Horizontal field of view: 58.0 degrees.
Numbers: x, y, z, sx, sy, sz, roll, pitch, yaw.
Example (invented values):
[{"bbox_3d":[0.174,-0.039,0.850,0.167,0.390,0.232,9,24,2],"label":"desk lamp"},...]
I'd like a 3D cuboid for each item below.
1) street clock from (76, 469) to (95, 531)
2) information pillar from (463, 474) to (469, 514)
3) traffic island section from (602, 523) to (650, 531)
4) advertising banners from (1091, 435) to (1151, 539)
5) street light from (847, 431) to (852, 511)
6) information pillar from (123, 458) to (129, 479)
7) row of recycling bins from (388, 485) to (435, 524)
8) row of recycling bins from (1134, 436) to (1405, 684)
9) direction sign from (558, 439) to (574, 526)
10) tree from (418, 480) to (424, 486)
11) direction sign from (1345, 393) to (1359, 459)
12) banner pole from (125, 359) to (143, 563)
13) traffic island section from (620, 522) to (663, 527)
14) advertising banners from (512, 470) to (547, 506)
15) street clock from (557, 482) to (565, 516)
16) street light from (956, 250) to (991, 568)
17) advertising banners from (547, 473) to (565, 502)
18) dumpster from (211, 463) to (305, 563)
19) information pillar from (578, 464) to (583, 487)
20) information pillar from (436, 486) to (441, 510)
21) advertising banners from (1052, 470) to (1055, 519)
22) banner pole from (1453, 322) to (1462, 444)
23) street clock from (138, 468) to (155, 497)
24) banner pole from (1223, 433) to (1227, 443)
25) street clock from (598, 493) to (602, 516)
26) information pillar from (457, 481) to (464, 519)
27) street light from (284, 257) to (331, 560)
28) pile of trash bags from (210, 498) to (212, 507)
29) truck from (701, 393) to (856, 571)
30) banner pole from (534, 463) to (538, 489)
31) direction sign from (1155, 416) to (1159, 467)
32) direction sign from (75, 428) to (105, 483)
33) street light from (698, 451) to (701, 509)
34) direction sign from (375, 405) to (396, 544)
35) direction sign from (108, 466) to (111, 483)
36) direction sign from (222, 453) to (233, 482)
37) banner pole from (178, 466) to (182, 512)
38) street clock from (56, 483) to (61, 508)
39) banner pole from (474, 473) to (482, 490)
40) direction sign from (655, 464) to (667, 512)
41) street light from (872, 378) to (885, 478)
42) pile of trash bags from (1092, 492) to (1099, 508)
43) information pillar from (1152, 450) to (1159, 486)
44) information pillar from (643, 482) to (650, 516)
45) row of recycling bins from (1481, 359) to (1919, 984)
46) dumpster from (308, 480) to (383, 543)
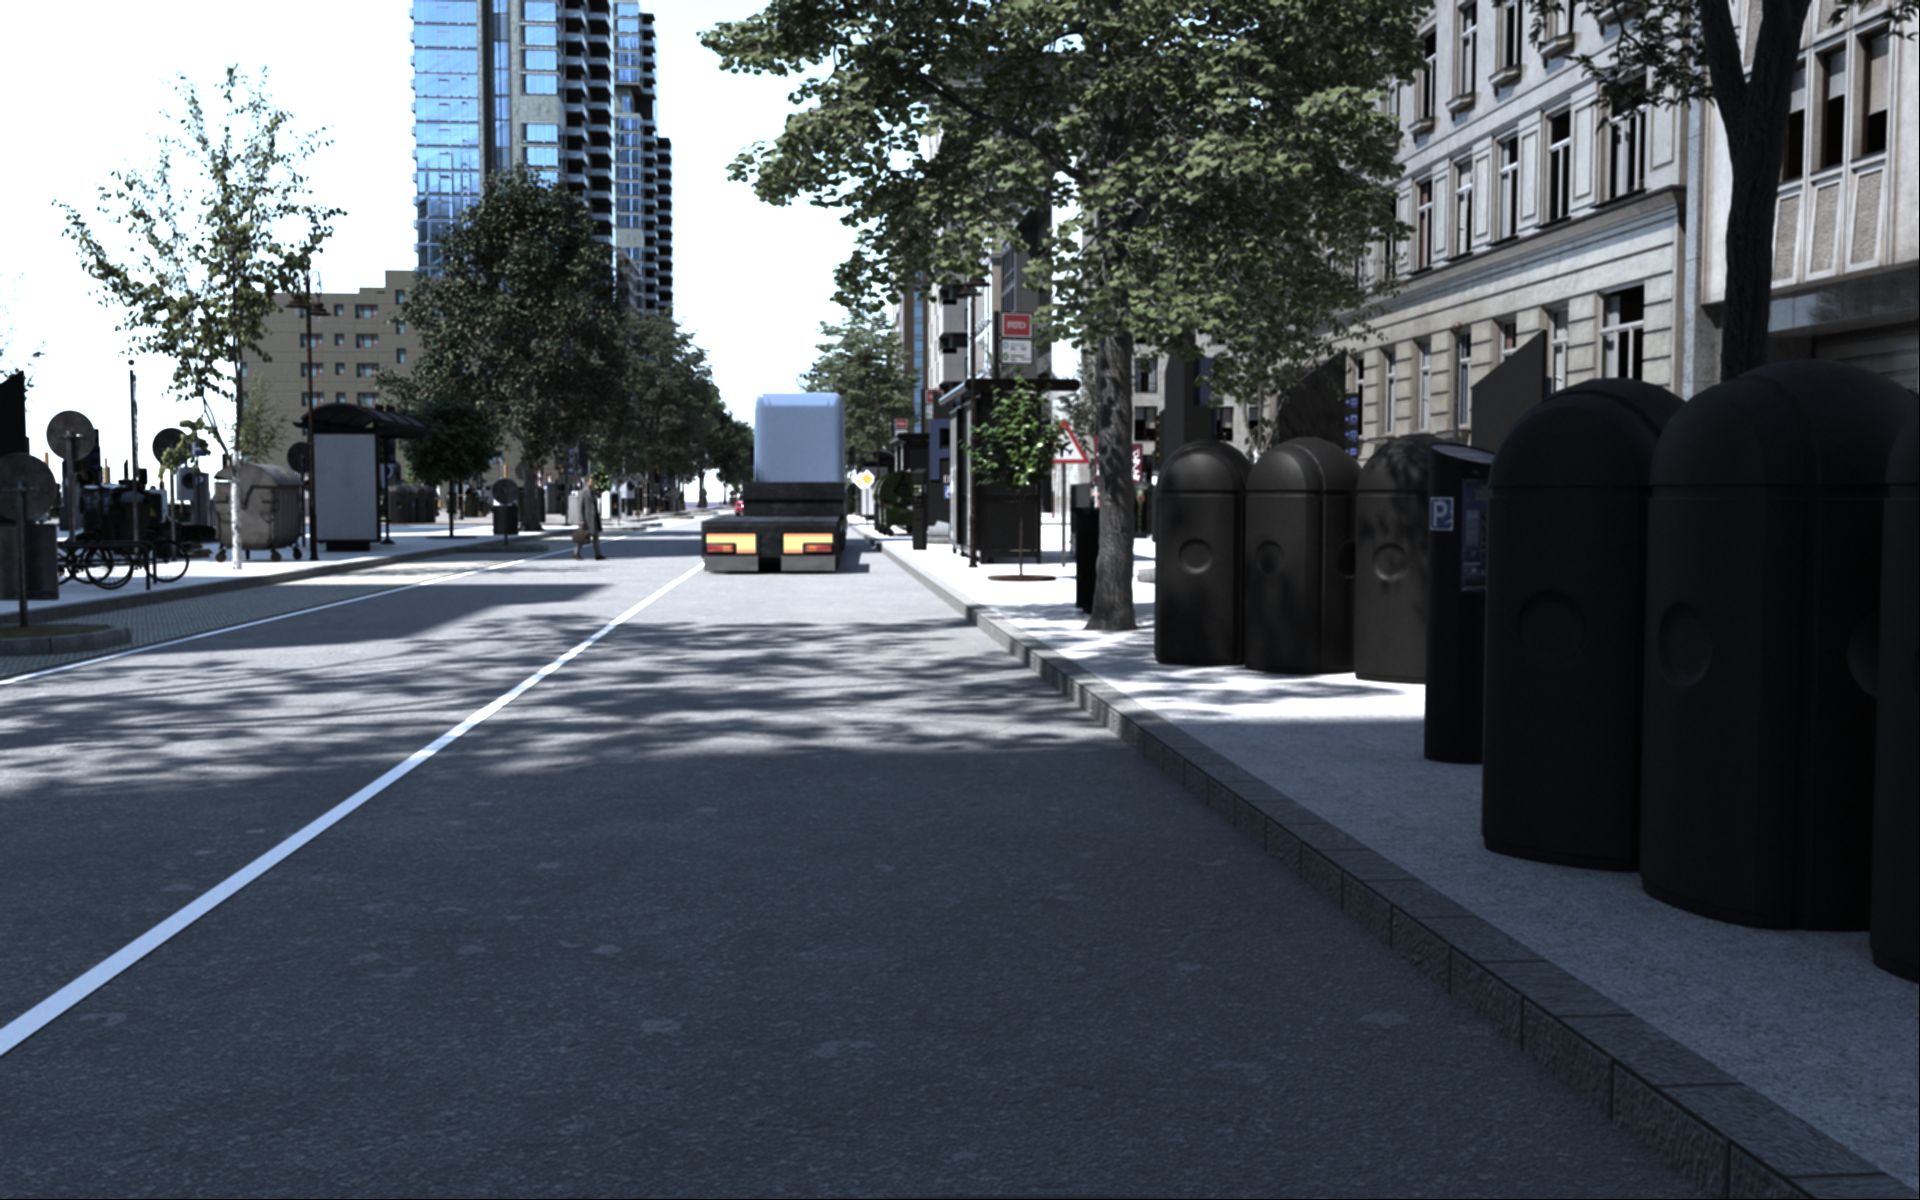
[{"bbox_3d":[-25.153,-2.770,49.856,0.471,2.002,0.358,-1,4,-21],"label":"street clock"},{"bbox_3d":[-27.767,-6.468,97.100,0.504,3.616,0.183,-2,4,-33],"label":"information pillar"},{"bbox_3d":[-13.558,-2.842,68.752,2.009,0.180,2.903,0,4,-5],"label":"traffic island section"},{"bbox_3d":[4.685,-3.313,50.354,2.074,3.025,0.090,3,5,43],"label":"advertising banners"},{"bbox_3d":[-7.162,-8.554,112.641,0.468,5.910,1.993,0,4,-5],"label":"street light"},{"bbox_3d":[-53.763,-7.363,111.735,0.183,3.616,0.504,0,4,4],"label":"information pillar"},{"bbox_3d":[-24.254,-4.243,76.483,1.069,1.692,3.534,1,4,8],"label":"row of recycling bins"},{"bbox_3d":[2.902,-0.321,12.355,3.534,1.692,1.069,3,5,40],"label":"row of recycling bins"},{"bbox_3d":[-15.718,-4.716,69.112,0.876,3.537,0.379,3,4,36],"label":"direction sign"},{"bbox_3d":[-37.712,-10.455,121.301,4.737,8.622,4.395,0,3,0],"label":"tree"},{"bbox_3d":[8.536,-2.877,39.035,0.876,3.537,0.379,2,4,29],"label":"direction sign"},{"bbox_3d":[-15.212,-2.566,31.967,0.401,3.779,0.863,-2,4,-33],"label":"banner pole"},{"bbox_3d":[-14.262,-3.329,76.707,2.009,0.180,2.903,0,4,-5],"label":"traffic island section"},{"bbox_3d":[-26.291,-6.662,105.113,2.074,3.025,0.090,0,4,0],"label":"advertising banners"},{"bbox_3d":[-23.672,-6.041,103.341,0.358,2.002,0.471,2,4,34],"label":"street clock"},{"bbox_3d":[0.229,-3.506,30.114,0.468,5.910,1.993,0,4,-5],"label":"street light"},{"bbox_3d":[-33.284,-8.995,143.258,2.074,3.025,0.090,1,4,15],"label":"advertising banners"},{"bbox_3d":[-13.408,-1.672,33.099,1.264,1.857,1.865,0,4,-5],"label":"dumpster"},{"bbox_3d":[-29.194,-8.685,133.346,0.504,3.616,0.183,2,4,30],"label":"information pillar"},{"bbox_3d":[-42.085,-9.075,139.725,0.183,3.616,0.504,-3,5,-44],"label":"information pillar"},{"bbox_3d":[4.804,-5.675,88.968,0.090,3.025,2.074,0,3,0],"label":"advertising banners"},{"bbox_3d":[7.174,-2.146,25.105,0.401,3.779,0.863,1,4,18],"label":"banner pole"},{"bbox_3d":[-22.667,-2.661,48.085,0.358,2.002,0.471,-1,4,-22],"label":"street clock"},{"bbox_3d":[10.761,-4.921,70.473,0.401,3.779,0.863,1,4,10],"label":"banner pole"},{"bbox_3d":[-21.100,-5.948,101.824,0.471,2.002,0.358,0,4,-1],"label":"street clock"},{"bbox_3d":[-25.467,-5.125,88.290,0.304,2.012,0.304,-1,4,-19],"label":"information pillar"},{"bbox_3d":[-12.552,-3.712,33.480,0.468,5.910,1.993,0,4,-5],"label":"street light"},{"bbox_3d":[-37.941,-4.882,89.565,1.912,1.369,3.447,1,4,22],"label":"pile of trash bags"},{"bbox_3d":[-3.932,-3.083,40.173,2.967,4.110,18.799,0,4,-3],"label":"truck"},{"bbox_3d":[-19.738,-5.518,80.236,0.863,3.779,0.401,2,4,33],"label":"banner pole"},{"bbox_3d":[6.062,-3.546,49.982,0.876,3.537,0.379,0,4,1],"label":"direction sign"},{"bbox_3d":[-30.132,-4.151,59.862,0.876,3.537,0.379,0,4,4],"label":"direction sign"},{"bbox_3d":[-23.022,-11.026,153.067,0.468,5.910,1.993,0,4,-5],"label":"street light"},{"bbox_3d":[-14.688,-3.201,44.339,0.379,3.537,0.876,1,4,12],"label":"direction sign"},{"bbox_3d":[-69.864,-9.146,141.537,0.876,3.537,0.379,-1,4,-22],"label":"direction sign"},{"bbox_3d":[-40.849,-6.414,96.870,0.379,3.537,0.876,2,4,31],"label":"direction sign"},{"bbox_3d":[-40.505,-6.109,89.900,0.401,3.779,0.863,-2,4,-35],"label":"banner pole"},{"bbox_3d":[-58.262,-6.566,111.921,0.358,2.002,0.471,-1,4,-16],"label":"street clock"},{"bbox_3d":[-35.644,-8.431,127.860,0.863,3.779,0.401,-3,4,-37],"label":"banner pole"},{"bbox_3d":[-21.574,-8.126,124.861,0.876,3.537,0.379,0,4,6],"label":"direction sign"},{"bbox_3d":[-3.266,-5.895,69.177,0.468,5.910,1.993,0,4,-5],"label":"street light"},{"bbox_3d":[8.192,-4.776,87.836,3.447,1.369,1.912,2,4,35],"label":"pile of trash bags"},{"bbox_3d":[9.158,-5.459,80.606,0.504,3.616,0.183,3,5,41],"label":"information pillar"},{"bbox_3d":[-18.572,-6.007,102.705,0.304,2.012,0.304,3,5,43],"label":"information pillar"},{"bbox_3d":[2.818,0.131,4.970,1.069,1.692,3.534,-1,4,-23],"label":"row of recycling bins"},{"bbox_3d":[-16.253,-2.650,45.820,1.502,2.255,1.985,0,4,-5],"label":"dumpster"}]
